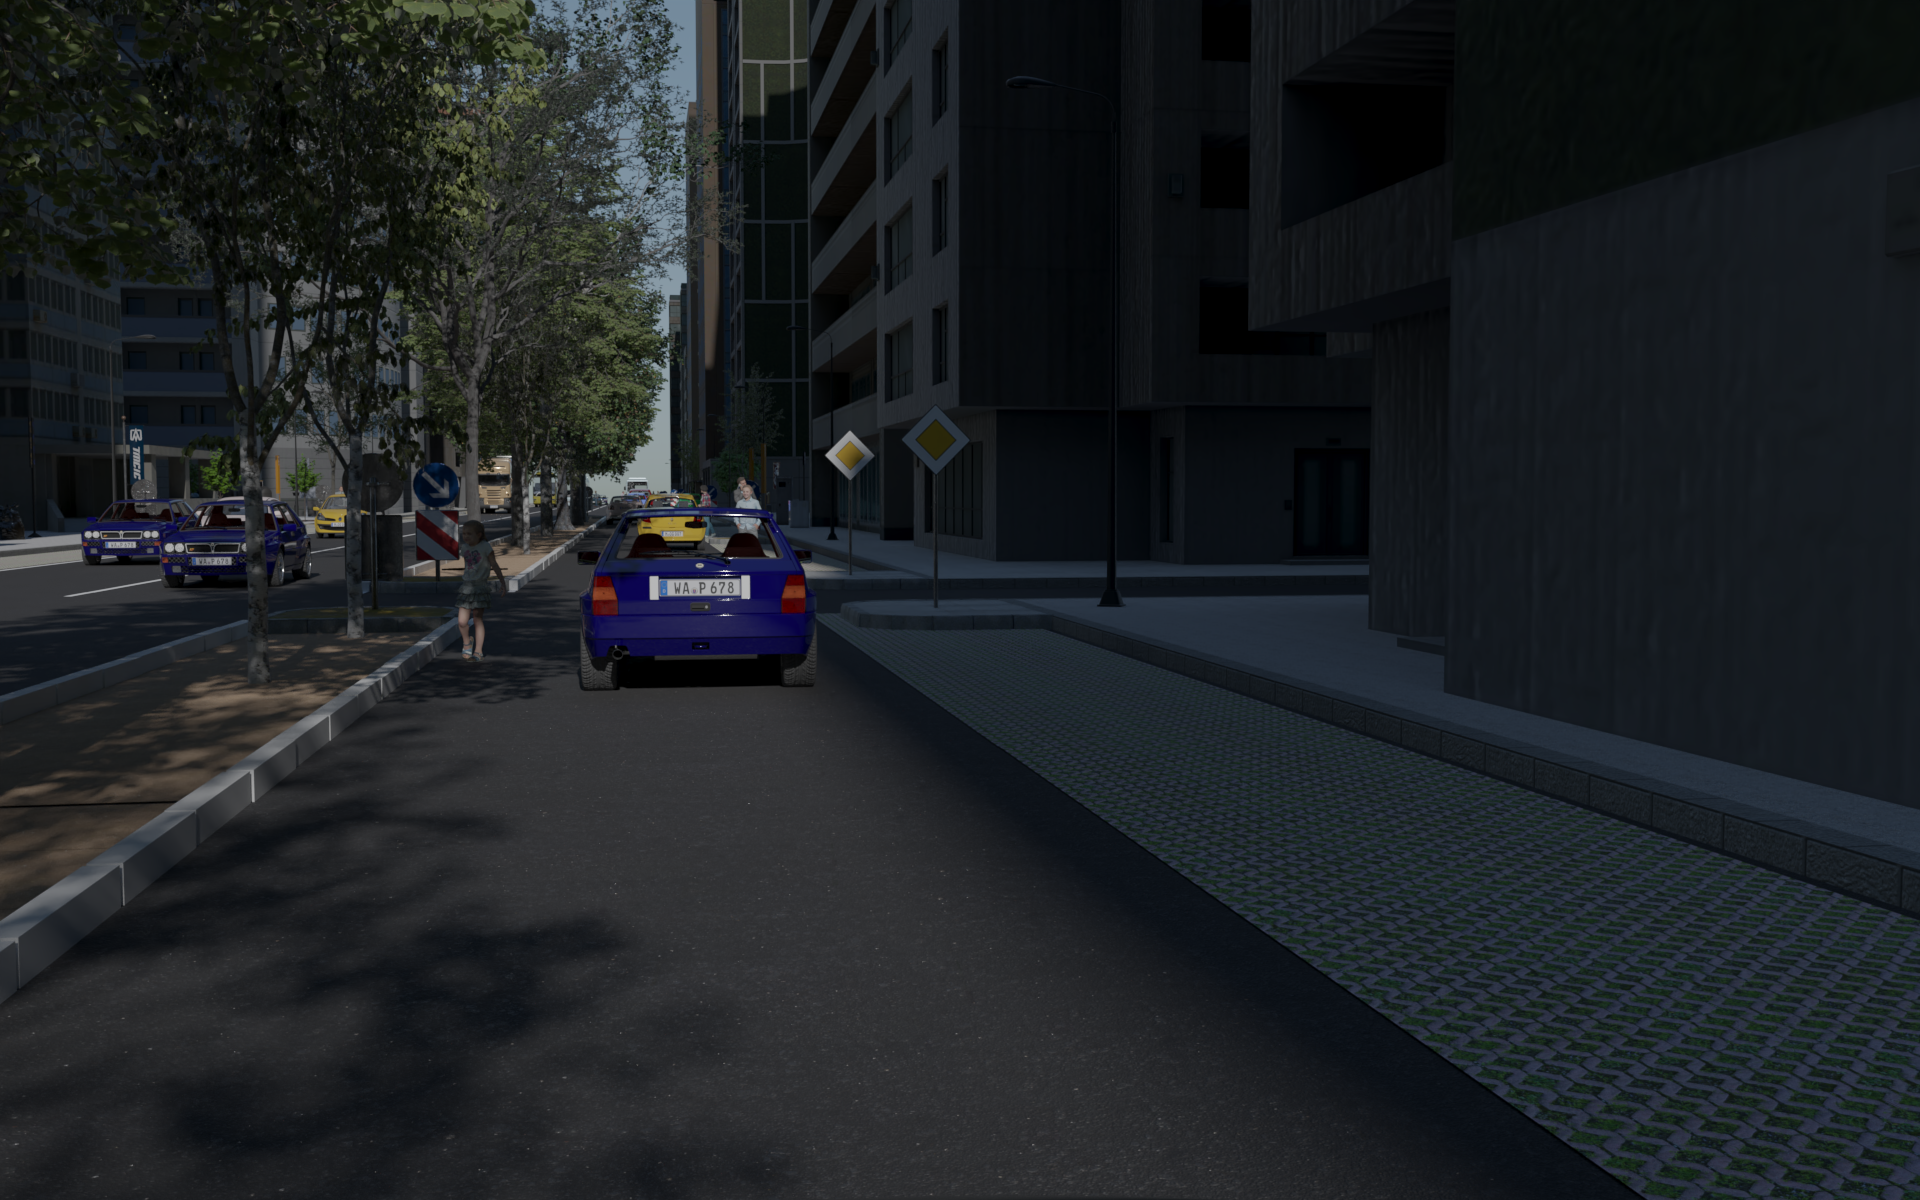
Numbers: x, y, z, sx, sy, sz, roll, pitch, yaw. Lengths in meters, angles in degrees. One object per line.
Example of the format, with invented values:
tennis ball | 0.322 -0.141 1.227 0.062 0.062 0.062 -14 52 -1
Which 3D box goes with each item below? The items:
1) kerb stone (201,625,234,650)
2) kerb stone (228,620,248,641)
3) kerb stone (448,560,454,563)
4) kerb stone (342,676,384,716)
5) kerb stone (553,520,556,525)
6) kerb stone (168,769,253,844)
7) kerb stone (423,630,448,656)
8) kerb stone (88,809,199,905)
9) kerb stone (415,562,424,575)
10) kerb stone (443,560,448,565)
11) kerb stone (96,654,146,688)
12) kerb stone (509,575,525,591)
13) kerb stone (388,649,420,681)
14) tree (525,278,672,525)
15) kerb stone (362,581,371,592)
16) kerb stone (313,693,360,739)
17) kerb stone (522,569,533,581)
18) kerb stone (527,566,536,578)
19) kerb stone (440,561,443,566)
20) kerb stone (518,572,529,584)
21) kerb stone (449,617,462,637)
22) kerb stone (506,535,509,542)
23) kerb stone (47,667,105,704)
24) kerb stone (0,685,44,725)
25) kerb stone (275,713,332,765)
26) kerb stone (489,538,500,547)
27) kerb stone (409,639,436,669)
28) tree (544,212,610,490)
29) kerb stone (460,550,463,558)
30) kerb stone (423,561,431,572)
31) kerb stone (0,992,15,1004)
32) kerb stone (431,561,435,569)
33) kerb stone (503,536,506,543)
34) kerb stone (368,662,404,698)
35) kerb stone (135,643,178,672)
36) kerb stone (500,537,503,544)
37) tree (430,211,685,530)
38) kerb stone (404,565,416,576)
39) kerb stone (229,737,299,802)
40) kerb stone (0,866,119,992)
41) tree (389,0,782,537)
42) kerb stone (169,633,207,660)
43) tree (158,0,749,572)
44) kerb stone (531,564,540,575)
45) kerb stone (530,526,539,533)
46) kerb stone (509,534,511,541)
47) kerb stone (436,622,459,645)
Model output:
kerb stone | -6.999 0.366 16.204 0.120 0.150 1.000 -1 4 -10
kerb stone | -7.181 0.309 17.213 0.120 0.150 1.000 -1 4 -10
kerb stone | -10.651 -0.837 35.885 0.120 0.150 1.000 -1 4 -10
kerb stone | -3.999 0.651 11.556 0.120 0.150 1.000 -1 4 -10
kerb stone | -19.842 -3.858 85.277 0.120 0.150 1.000 -1 4 -10
kerb stone | -3.254 0.898 7.520 0.120 0.150 1.000 -1 4 -10
kerb stone | -4.746 0.404 15.583 0.120 0.150 1.000 -1 4 -10
kerb stone | -3.061 0.959 6.509 0.120 0.150 1.000 -1 4 -10
kerb stone | -9.712 -0.530 30.855 0.120 0.150 1.000 -1 4 -10
kerb stone | -10.469 -0.776 34.875 0.120 0.150 1.000 -1 4 -10
kerb stone | -6.427 0.552 13.191 0.120 0.150 1.000 -1 4 -10
kerb stone | -6.719 -0.245 26.194 0.120 0.150 1.000 -1 4 -10
kerb stone | -4.378 0.528 13.569 0.120 0.150 1.000 -1 4 -10
tree | -17.427 -10.350 78.327 9.857 13.997 8.962 0 3 0
kerb stone | -8.788 -0.216 25.795 0.120 0.150 1.000 -1 4 -10
kerb stone | -3.811 0.715 10.547 0.120 0.150 1.000 -1 4 -10
kerb stone | -7.097 -0.368 28.215 0.120 0.150 1.000 -1 4 -10
kerb stone | -7.283 -0.427 29.220 0.120 0.150 1.000 -1 4 -10
kerb stone | -10.281 -0.712 33.871 0.120 0.150 1.000 -1 4 -10
kerb stone | -6.908 -0.304 27.202 0.120 0.150 1.000 -1 4 -10
kerb stone | -5.119 0.286 17.595 0.120 0.150 1.000 -1 4 -10
kerb stone | -13.460 -1.761 50.985 0.120 0.150 1.000 -1 4 -10
kerb stone | -6.248 0.612 12.184 0.120 0.150 1.000 -1 4 -10
kerb stone | -6.063 0.674 11.179 0.120 0.150 1.000 -1 4 -10
kerb stone | -3.627 0.776 9.541 0.120 0.150 1.000 -1 4 -10
kerb stone | -12.905 -1.576 47.968 0.120 0.150 1.000 -1 4 -10
kerb stone | -4.554 0.467 14.576 0.120 0.150 1.000 -1 4 -10
tree | -10.188 -5.362 40.493 4.360 8.622 3.978 0 3 0
kerb stone | -11.033 -0.960 37.896 0.120 0.150 1.000 -1 4 -10
kerb stone | -9.902 -0.591 31.859 0.120 0.150 1.000 -1 4 -10
kerb stone | -2.687 1.087 4.488 0.120 0.150 1.000 -1 4 -10
kerb stone | -10.091 -0.652 32.864 0.120 0.150 1.000 -1 4 -10
kerb stone | -13.280 -1.699 49.979 0.120 0.150 1.000 -1 4 -10
kerb stone | -4.182 0.591 12.562 0.120 0.150 1.000 -1 4 -10
kerb stone | -6.627 0.489 14.194 0.120 0.150 1.000 -1 4 -10
kerb stone | -13.087 -1.638 48.974 0.120 0.150 1.000 -1 4 -10
tree | -15.676 -9.086 68.021 9.611 12.733 9.660 0 3 0
kerb stone | -9.539 -0.463 29.848 0.120 0.150 1.000 -1 4 -10
kerb stone | -3.435 0.835 8.537 0.120 0.150 1.000 -1 4 -10
kerb stone | -2.874 1.022 5.493 0.120 0.150 1.000 -1 4 -10
tree | -12.526 -12.148 56.961 12.611 20.169 13.585 0 3 0
kerb stone | -6.820 0.429 15.197 0.120 0.150 1.000 -1 4 -10
tree | -9.134 -7.297 32.129 12.009 13.543 11.850 0 3 0
kerb stone | -7.470 -0.491 30.227 0.120 0.150 1.000 -1 4 -10
kerb stone | -16.270 -2.686 66.110 0.120 0.150 1.000 -1 4 -10
kerb stone | -13.655 -1.820 51.998 0.120 0.150 1.000 -1 4 -10
kerb stone | -4.939 0.343 16.588 0.120 0.150 1.000 -1 4 -10
